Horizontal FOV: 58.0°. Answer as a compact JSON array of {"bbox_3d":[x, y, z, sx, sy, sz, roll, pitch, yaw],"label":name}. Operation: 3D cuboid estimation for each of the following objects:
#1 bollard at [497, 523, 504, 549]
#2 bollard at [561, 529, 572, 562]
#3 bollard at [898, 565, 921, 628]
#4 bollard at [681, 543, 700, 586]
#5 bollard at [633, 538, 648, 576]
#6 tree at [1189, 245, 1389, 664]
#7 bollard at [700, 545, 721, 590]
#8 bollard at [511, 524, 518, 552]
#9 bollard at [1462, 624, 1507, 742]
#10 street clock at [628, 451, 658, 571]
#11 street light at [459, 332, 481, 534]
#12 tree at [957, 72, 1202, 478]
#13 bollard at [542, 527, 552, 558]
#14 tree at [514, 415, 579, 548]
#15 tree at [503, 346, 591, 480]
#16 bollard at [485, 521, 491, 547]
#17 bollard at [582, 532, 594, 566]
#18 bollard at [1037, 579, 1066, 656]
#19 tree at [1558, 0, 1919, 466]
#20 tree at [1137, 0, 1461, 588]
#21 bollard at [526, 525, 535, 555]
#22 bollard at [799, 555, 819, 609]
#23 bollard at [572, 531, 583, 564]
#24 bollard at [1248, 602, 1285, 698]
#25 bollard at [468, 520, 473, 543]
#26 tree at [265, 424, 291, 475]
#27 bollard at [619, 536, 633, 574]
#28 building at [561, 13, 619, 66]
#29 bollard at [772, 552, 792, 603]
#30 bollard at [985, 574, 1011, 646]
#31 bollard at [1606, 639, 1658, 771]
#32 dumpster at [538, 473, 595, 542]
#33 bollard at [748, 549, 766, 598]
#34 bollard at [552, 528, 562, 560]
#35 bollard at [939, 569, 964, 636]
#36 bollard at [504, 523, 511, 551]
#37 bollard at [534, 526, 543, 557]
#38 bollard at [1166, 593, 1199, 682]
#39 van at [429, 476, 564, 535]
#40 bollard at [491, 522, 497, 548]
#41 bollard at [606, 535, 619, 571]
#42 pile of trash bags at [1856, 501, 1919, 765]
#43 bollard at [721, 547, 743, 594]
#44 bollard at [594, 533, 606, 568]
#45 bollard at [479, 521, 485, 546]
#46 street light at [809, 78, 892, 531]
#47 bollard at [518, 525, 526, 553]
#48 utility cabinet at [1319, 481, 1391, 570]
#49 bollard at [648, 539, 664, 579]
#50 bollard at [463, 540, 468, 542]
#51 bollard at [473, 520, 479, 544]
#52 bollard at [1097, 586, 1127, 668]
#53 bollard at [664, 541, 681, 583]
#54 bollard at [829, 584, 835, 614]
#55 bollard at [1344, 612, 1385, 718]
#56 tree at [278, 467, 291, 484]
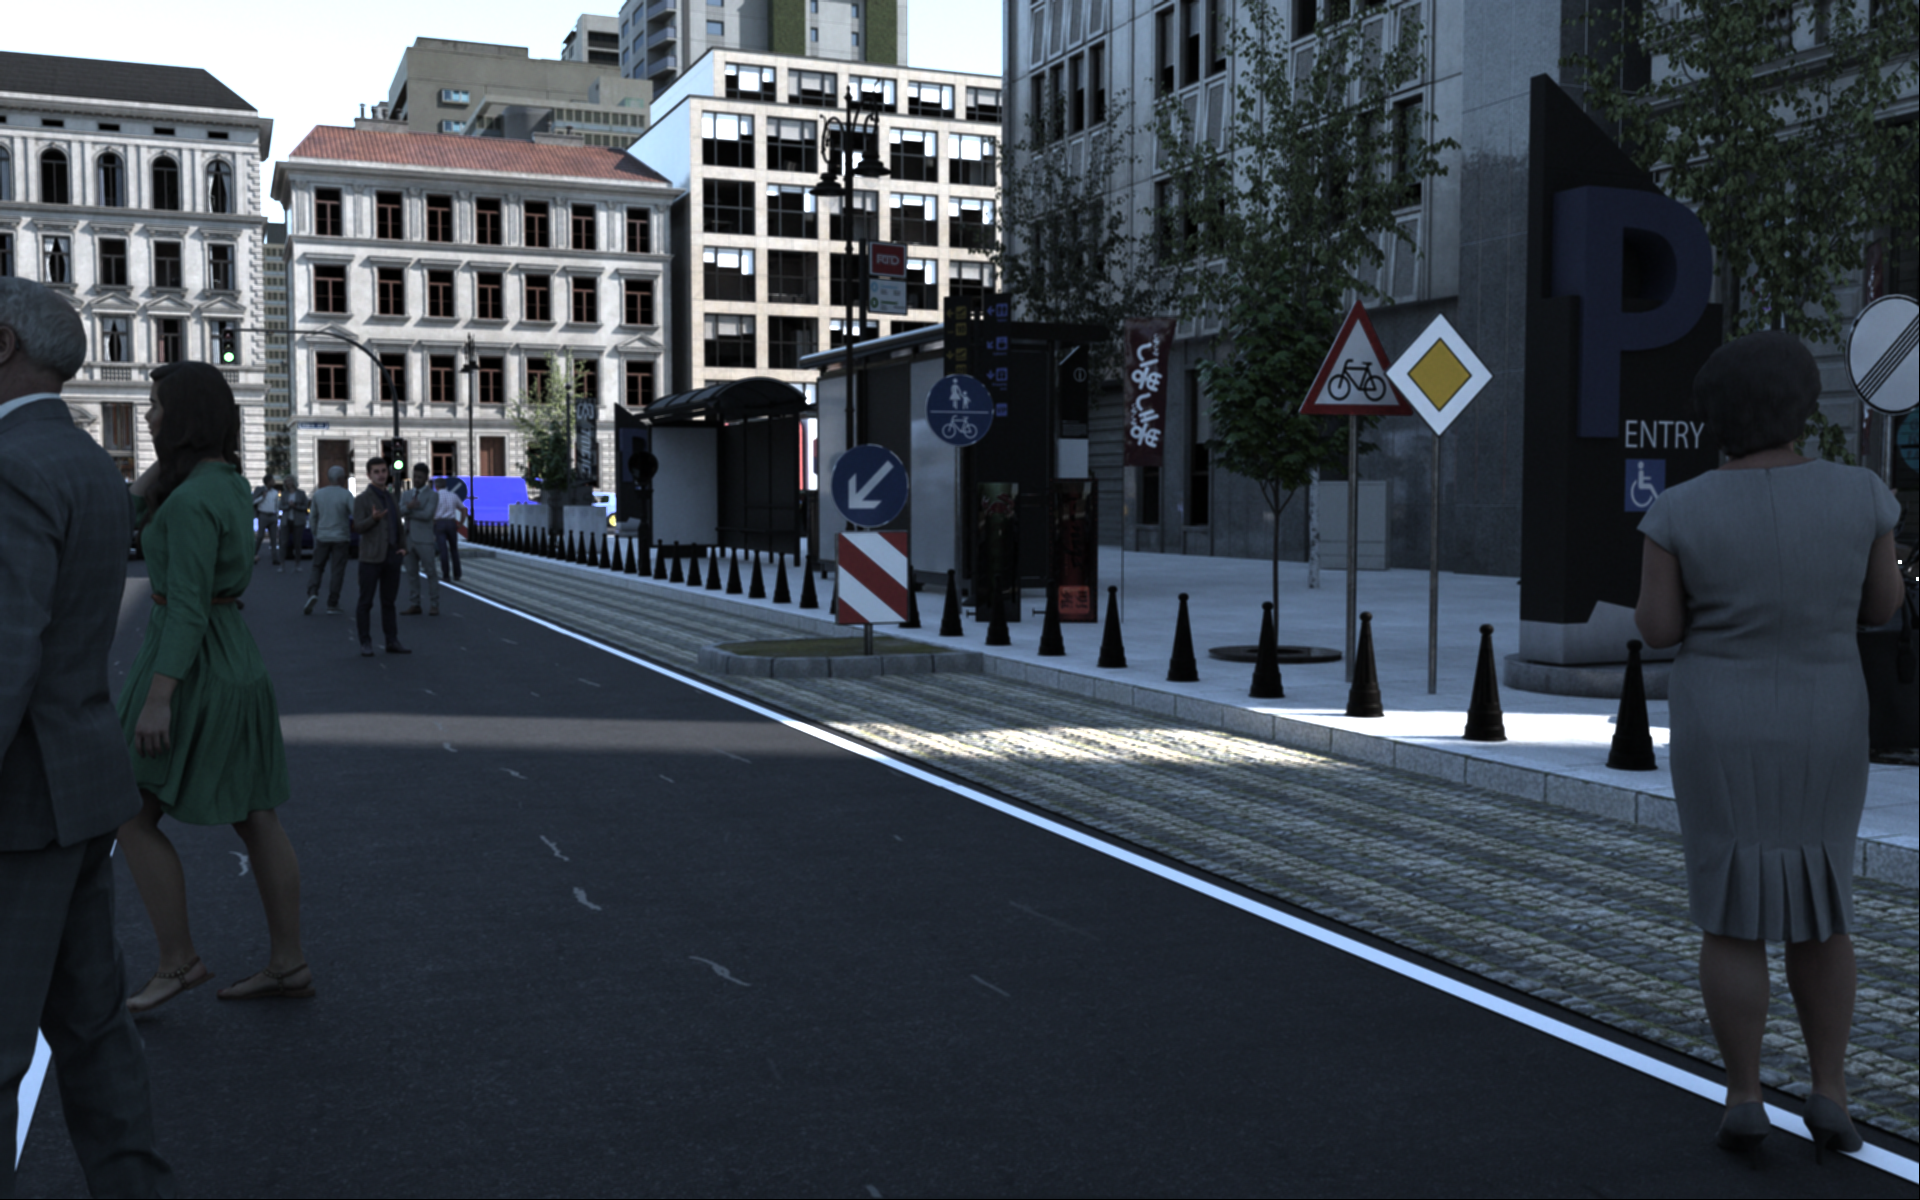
[{"bbox_3d":[-10.593,-1.489,40.381,0.229,0.601,0.229,0,3,0],"label":"bollard"},{"bbox_3d":[-7.365,-1.025,32.796,0.229,0.601,0.229,0,3,0],"label":"bollard"},{"bbox_3d":[-0.484,-0.038,16.656,0.229,0.601,0.229,0,3,0],"label":"bollard"},{"bbox_3d":[-3.721,-0.502,24.249,0.229,0.601,0.229,0,3,0],"label":"bollard"},{"bbox_3d":[-4.928,-0.676,27.087,0.229,0.601,0.229,0,3,0],"label":"bollard"},{"bbox_3d":[2.609,-1.156,13.506,1.663,3.219,1.824,0,3,0],"label":"tree"},{"bbox_3d":[-3.317,-0.444,23.304,0.229,0.601,0.229,0,3,0],"label":"bollard"},{"bbox_3d":[-9.788,-1.373,38.488,0.229,0.601,0.229,0,3,0],"label":"bollard"},{"bbox_3d":[2.751,0.427,9.064,0.229,0.601,0.229,0,3,0],"label":"bollard"},{"bbox_3d":[-5.305,-1.497,29.043,0.471,2.002,0.358,0,4,-1],"label":"street clock"},{"bbox_3d":[-14.027,-4.702,49.671,0.468,5.910,1.993,-1,4,-23],"label":"street light"},{"bbox_3d":[2.114,-4.951,31.314,4.360,8.622,3.978,0,3,0],"label":"tree"},{"bbox_3d":[-8.172,-1.140,34.685,0.229,0.601,0.229,0,3,0],"label":"bollard"},{"bbox_3d":[-9.583,-2.865,41.440,1.663,3.219,1.824,0,3,0],"label":"tree"},{"bbox_3d":[-20.123,-8.283,85.781,4.737,8.622,4.395,0,3,0],"label":"tree"},{"bbox_3d":[-11.403,-1.605,42.280,0.229,0.601,0.229,0,3,0],"label":"bollard"},{"bbox_3d":[-6.551,-0.908,30.894,0.229,0.601,0.229,0,3,0],"label":"bollard"},{"bbox_3d":[0.732,0.137,13.805,0.229,0.601,0.229,0,3,0],"label":"bollard"},{"bbox_3d":[8.199,-4.116,17.659,4.737,8.622,4.395,0,3,0],"label":"tree"},{"bbox_3d":[4.592,-4.467,23.392,4.737,8.622,4.395,0,3,0],"label":"tree"},{"bbox_3d":[-8.979,-1.257,36.588,0.229,0.601,0.229,0,3,0],"label":"bollard"},{"bbox_3d":[-1.702,-0.212,19.502,0.229,0.601,0.229,0,3,0],"label":"bollard"},{"bbox_3d":[-6.953,-0.966,31.839,0.229,0.601,0.229,0,3,0],"label":"bollard"},{"bbox_3d":[1.944,0.311,10.963,0.229,0.601,0.229,0,3,0],"label":"bollard"},{"bbox_3d":[-12.608,-1.778,45.116,0.229,0.601,0.229,0,3,0],"label":"bollard"},{"bbox_3d":[-75.475,-16.051,196.847,7.601,10.594,8.767,0,4,-3],"label":"tree"},{"bbox_3d":[-5.337,-0.734,28.042,0.229,0.601,0.229,0,3,0],"label":"bollard"},{"bbox_3d":[-48.414,-50.532,264.450,20.611,71.187,20.563,-1,4,-23],"label":"building"},{"bbox_3d":[-2.104,-0.270,20.457,0.229,0.601,0.229,0,3,0],"label":"bollard"},{"bbox_3d":[0.325,0.079,14.748,0.229,0.601,0.229,0,3,0],"label":"bollard"},{"bbox_3d":[3.155,0.485,8.117,0.229,0.601,0.229,0,3,0],"label":"bollard"},{"bbox_3d":[-10.426,-2.458,45.951,1.264,1.857,1.865,-1,4,-23],"label":"dumpster"},{"bbox_3d":[-2.508,-0.328,21.403,0.229,0.601,0.229,0,3,0],"label":"bollard"},{"bbox_3d":[-7.768,-1.083,33.741,0.229,0.601,0.229,0,3,0],"label":"bollard"},{"bbox_3d":[-0.079,0.021,15.701,0.229,0.601,0.229,0,3,0],"label":"bollard"},{"bbox_3d":[-10.190,-1.431,39.433,0.229,0.601,0.229,0,3,0],"label":"bollard"},{"bbox_3d":[-8.569,-1.198,35.632,0.229,0.601,0.229,0,3,0],"label":"bollard"},{"bbox_3d":[1.535,0.252,11.915,0.229,0.601,0.229,0,3,0],"label":"bollard"},{"bbox_3d":[-15.903,-3.435,60.548,5.245,2.365,2.240,-1,4,-23],"label":"van"},{"bbox_3d":[-11.001,-1.547,41.335,0.229,0.601,0.229,0,3,0],"label":"bollard"},{"bbox_3d":[-5.739,-0.792,28.987,0.229,0.601,0.229,0,3,0],"label":"bollard"},{"bbox_3d":[5.670,0.022,9.389,1.912,1.369,3.447,2,4,34],"label":"pile of trash bags"},{"bbox_3d":[-2.914,-0.386,22.352,0.229,0.601,0.229,0,3,0],"label":"bollard"},{"bbox_3d":[-6.143,-0.850,29.945,0.229,0.601,0.229,0,3,0],"label":"bollard"},{"bbox_3d":[-11.805,-1.663,43.225,0.229,0.601,0.229,0,3,0],"label":"bollard"},{"bbox_3d":[-1.261,-2.874,19.772,0.468,5.910,1.993,-1,4,-23],"label":"street light"},{"bbox_3d":[-9.380,-1.315,37.534,0.229,0.601,0.229,0,3,0],"label":"bollard"},{"bbox_3d":[6.667,-1.261,29.295,1.173,1.500,0.318,2,4,30],"label":"utility cabinet"},{"bbox_3d":[-4.525,-0.618,26.143,0.229,0.601,0.229,0,3,0],"label":"bollard"},{"bbox_3d":[-13.021,-1.837,46.071,0.229,0.601,0.229,0,3,0],"label":"bollard"},{"bbox_3d":[-12.207,-1.720,44.170,0.229,0.601,0.229,0,3,0],"label":"bollard"},{"bbox_3d":[1.131,0.195,12.859,0.229,0.601,0.229,0,3,0],"label":"bollard"},{"bbox_3d":[-4.124,-0.560,25.194,0.229,0.601,0.229,0,3,0],"label":"bollard"},{"bbox_3d":[-1.290,-0.154,18.553,0.229,0.601,0.229,0,3,0],"label":"bollard"},{"bbox_3d":[2.344,0.369,10.015,0.229,0.601,0.229,0,3,0],"label":"bollard"},{"bbox_3d":[-67.848,-11.820,176.965,4.285,4.588,4.351,0,3,0],"label":"tree"}]
